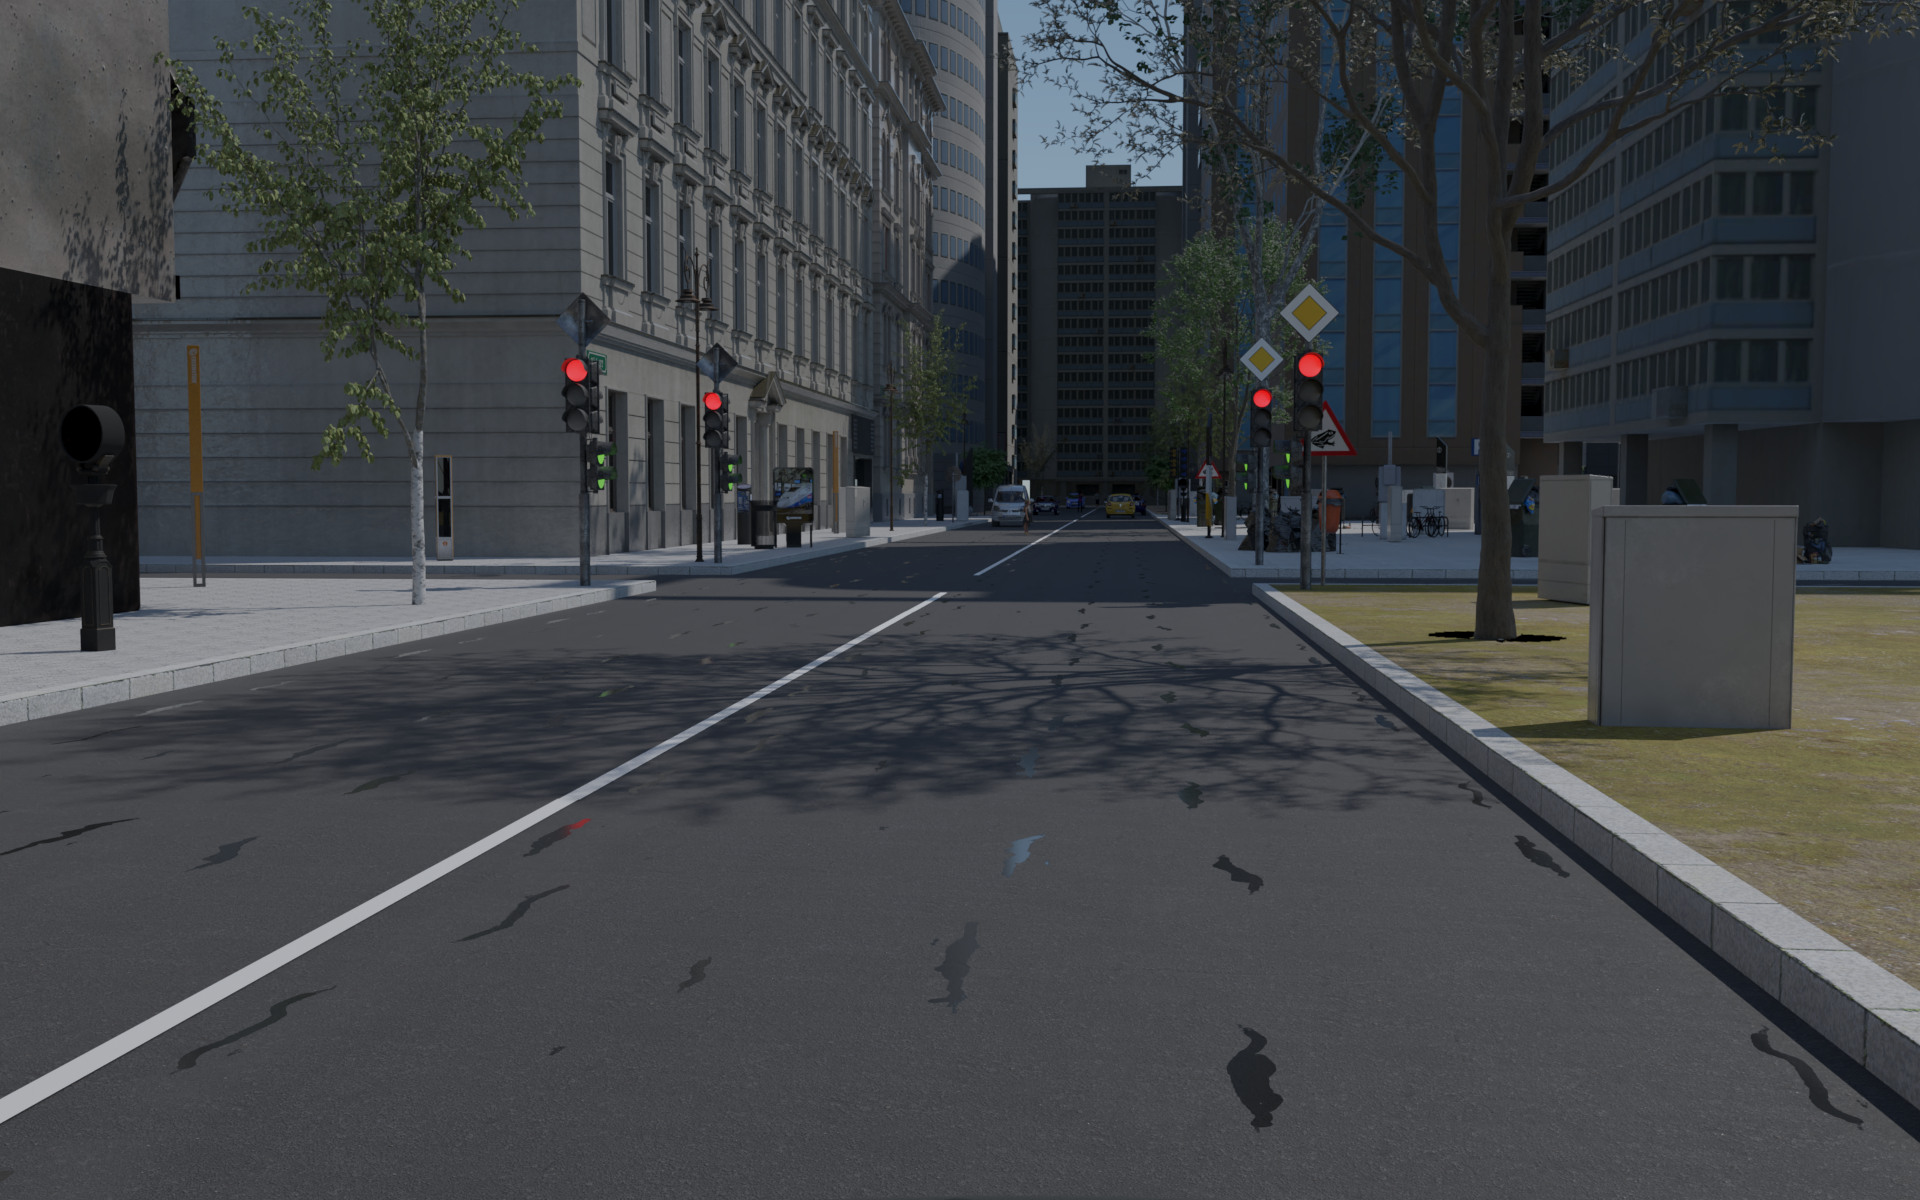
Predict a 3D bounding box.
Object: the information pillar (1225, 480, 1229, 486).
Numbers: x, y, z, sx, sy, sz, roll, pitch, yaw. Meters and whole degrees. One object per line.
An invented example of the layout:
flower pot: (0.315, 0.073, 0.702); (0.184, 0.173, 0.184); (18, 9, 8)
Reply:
information pillar: (13.908, -5.246, 90.271); (0.304, 2.012, 0.304); (2, 4, 33)

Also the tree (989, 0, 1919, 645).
tree: (4.586, -6.395, 14.929); (12.009, 13.543, 11.850); (0, 3, 0)

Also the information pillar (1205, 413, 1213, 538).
information pillar: (7.207, -3.595, 50.137); (0.183, 3.616, 0.504); (1, 4, 18)

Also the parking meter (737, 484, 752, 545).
parking meter: (-5.461, -2.169, 43.880); (0.372, 1.533, 0.369); (0, 3, 0)

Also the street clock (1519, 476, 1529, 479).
street clock: (22.257, -3.902, 68.371); (0.358, 2.002, 0.471); (3, 5, 45)

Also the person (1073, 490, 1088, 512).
person: (9.434, -7.743, 135.774); (1.217, 1.739, 0.721); (1, 4, 17)

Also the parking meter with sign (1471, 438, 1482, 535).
parking meter with sign: (16.583, -3.579, 54.775); (0.543, 3.016, 1.738); (2, 4, 26)

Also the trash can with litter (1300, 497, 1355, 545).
trash can with litter: (8.916, -2.061, 44.757); (1.678, 1.210, 2.233); (-1, 4, -9)

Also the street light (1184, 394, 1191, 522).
street light: (10.291, -6.438, 78.043); (0.468, 5.910, 1.993); (0, 4, 5)

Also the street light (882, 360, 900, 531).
street light: (-2.371, -5.330, 59.928); (0.468, 5.910, 1.993); (0, 4, 5)

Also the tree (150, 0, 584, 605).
tree: (-6.524, -4.251, 19.866); (4.737, 8.622, 4.395); (0, 3, 0)

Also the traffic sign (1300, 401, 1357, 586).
traffic sign: (5.080, -1.478, 24.169); (0.884, 2.594, 0.081); (0, 4, 8)

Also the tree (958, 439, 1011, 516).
tree: (1.414, -7.357, 104.002); (4.285, 4.588, 4.351); (0, 3, 0)

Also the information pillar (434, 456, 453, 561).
information pillar: (-9.905, -1.757, 33.226); (0.304, 2.012, 0.304); (-1, 4, -22)

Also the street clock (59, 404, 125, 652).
street clock: (-7.064, -0.585, 14.137); (0.471, 2.002, 0.358); (1, 4, 21)

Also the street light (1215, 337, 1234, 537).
street light: (7.789, -4.787, 51.057); (0.468, 5.910, 1.993); (0, 4, 5)

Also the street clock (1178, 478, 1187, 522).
street clock: (10.261, -4.580, 79.452); (0.471, 2.002, 0.358); (3, 5, 42)

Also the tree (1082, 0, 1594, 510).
tree: (8.419, -11.291, 40.491); (12.611, 20.169, 13.585); (0, 3, 0)

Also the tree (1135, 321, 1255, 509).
tree: (10.533, -7.555, 73.884); (4.737, 8.622, 4.395); (0, 3, 0)

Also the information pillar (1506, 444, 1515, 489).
information pillar: (25.185, -5.389, 79.469); (0.504, 3.616, 0.183); (-1, 4, -15)

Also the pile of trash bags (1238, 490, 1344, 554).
pile of trash bags: (7.572, -1.750, 38.371); (1.912, 1.369, 3.447); (-1, 4, -14)

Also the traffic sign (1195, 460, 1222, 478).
traffic sign: (8.380, -3.573, 58.421); (0.884, 2.594, 0.081); (1, 4, 13)

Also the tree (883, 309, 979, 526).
tree: (-1.347, -7.296, 69.652); (4.737, 8.622, 4.395); (0, 3, 0)

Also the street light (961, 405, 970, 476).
street light: (0.223, -6.998, 87.208); (0.468, 5.910, 1.993); (0, 4, 5)

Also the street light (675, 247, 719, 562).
street light: (-4.926, -3.657, 32.584); (0.468, 5.910, 1.993); (0, 4, 5)

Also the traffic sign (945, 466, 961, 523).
traffic sign: (-0.317, -4.769, 78.071); (0.768, 2.556, 0.104); (1, 4, 14)

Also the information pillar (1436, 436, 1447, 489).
information pillar: (19.425, -4.805, 69.922); (0.183, 3.616, 0.504); (-3, 4, -37)

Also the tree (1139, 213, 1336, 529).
tree: (10.200, -8.464, 64.134); (9.928, 11.665, 9.643); (0, 3, 0)

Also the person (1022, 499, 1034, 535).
person: (2.399, -2.918, 60.872); (0.373, 1.253, 0.362); (2, 4, 30)

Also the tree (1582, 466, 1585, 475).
tree: (36.241, -6.602, 102.549); (1.663, 3.219, 1.824); (0, 3, 0)

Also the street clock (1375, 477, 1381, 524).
street clock: (17.915, -4.248, 74.018); (0.358, 2.002, 0.471); (0, 4, -7)

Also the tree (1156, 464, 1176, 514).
tree: (13.337, -7.024, 109.444); (1.663, 3.219, 1.824); (0, 3, 0)

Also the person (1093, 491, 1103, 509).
person: (13.074, -9.472, 164.151); (1.217, 1.735, 0.721); (-2, 4, -35)

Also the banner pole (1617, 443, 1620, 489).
banner pole: (29.822, -5.412, 78.497); (0.401, 3.779, 0.863); (1, 4, 20)

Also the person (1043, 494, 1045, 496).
person: (6.483, -7.583, 135.711); (0.599, 1.433, 0.991); (2, 4, 29)

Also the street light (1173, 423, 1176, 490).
street light: (12.985, -8.091, 105.077); (0.468, 5.910, 1.993); (0, 4, 5)

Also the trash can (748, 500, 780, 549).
trash can: (-4.568, -1.755, 40.348); (0.748, 1.137, 0.748); (0, 3, 0)

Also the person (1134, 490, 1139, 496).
person: (14.928, -8.476, 147.089); (0.705, 1.822, 1.348); (-2, 4, -24)

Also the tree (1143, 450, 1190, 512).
tree: (14.973, -8.694, 125.867); (4.285, 4.588, 4.351); (0, 3, 0)

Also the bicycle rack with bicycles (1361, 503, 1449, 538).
bicycle rack with bicycles: (13.513, -2.348, 51.772); (2.925, 0.926, 2.852); (-2, 4, -35)

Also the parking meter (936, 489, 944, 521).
parking meter: (-0.949, -4.503, 82.031); (0.372, 1.533, 0.369); (0, 3, 0)

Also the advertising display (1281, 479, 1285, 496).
advertising display: (13.414, -4.082, 71.952); (0.123, 1.923, 0.974); (1, 4, 9)

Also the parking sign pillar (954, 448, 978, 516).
parking sign pillar: (0.346, -6.821, 99.989); (1.447, 3.967, 1.447); (1, 4, 19)

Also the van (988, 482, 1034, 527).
van: (2.290, -4.289, 77.137); (2.013, 2.044, 4.112); (0, 4, 4)

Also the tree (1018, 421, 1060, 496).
tree: (8.043, -13.727, 174.804); (4.360, 8.622, 3.978); (0, 3, 0)

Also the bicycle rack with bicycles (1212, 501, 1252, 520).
bicycle rack with bicycles: (13.832, -4.426, 85.743); (2.852, 0.926, 2.925); (-1, 4, -11)

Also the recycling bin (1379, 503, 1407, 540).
recycling bin: (12.220, -2.225, 48.932); (0.722, 1.027, 0.722); (1, 4, 10)

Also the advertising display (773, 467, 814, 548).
advertising display: (-3.983, -2.215, 41.426); (0.974, 1.923, 0.123); (-1, 4, -14)
